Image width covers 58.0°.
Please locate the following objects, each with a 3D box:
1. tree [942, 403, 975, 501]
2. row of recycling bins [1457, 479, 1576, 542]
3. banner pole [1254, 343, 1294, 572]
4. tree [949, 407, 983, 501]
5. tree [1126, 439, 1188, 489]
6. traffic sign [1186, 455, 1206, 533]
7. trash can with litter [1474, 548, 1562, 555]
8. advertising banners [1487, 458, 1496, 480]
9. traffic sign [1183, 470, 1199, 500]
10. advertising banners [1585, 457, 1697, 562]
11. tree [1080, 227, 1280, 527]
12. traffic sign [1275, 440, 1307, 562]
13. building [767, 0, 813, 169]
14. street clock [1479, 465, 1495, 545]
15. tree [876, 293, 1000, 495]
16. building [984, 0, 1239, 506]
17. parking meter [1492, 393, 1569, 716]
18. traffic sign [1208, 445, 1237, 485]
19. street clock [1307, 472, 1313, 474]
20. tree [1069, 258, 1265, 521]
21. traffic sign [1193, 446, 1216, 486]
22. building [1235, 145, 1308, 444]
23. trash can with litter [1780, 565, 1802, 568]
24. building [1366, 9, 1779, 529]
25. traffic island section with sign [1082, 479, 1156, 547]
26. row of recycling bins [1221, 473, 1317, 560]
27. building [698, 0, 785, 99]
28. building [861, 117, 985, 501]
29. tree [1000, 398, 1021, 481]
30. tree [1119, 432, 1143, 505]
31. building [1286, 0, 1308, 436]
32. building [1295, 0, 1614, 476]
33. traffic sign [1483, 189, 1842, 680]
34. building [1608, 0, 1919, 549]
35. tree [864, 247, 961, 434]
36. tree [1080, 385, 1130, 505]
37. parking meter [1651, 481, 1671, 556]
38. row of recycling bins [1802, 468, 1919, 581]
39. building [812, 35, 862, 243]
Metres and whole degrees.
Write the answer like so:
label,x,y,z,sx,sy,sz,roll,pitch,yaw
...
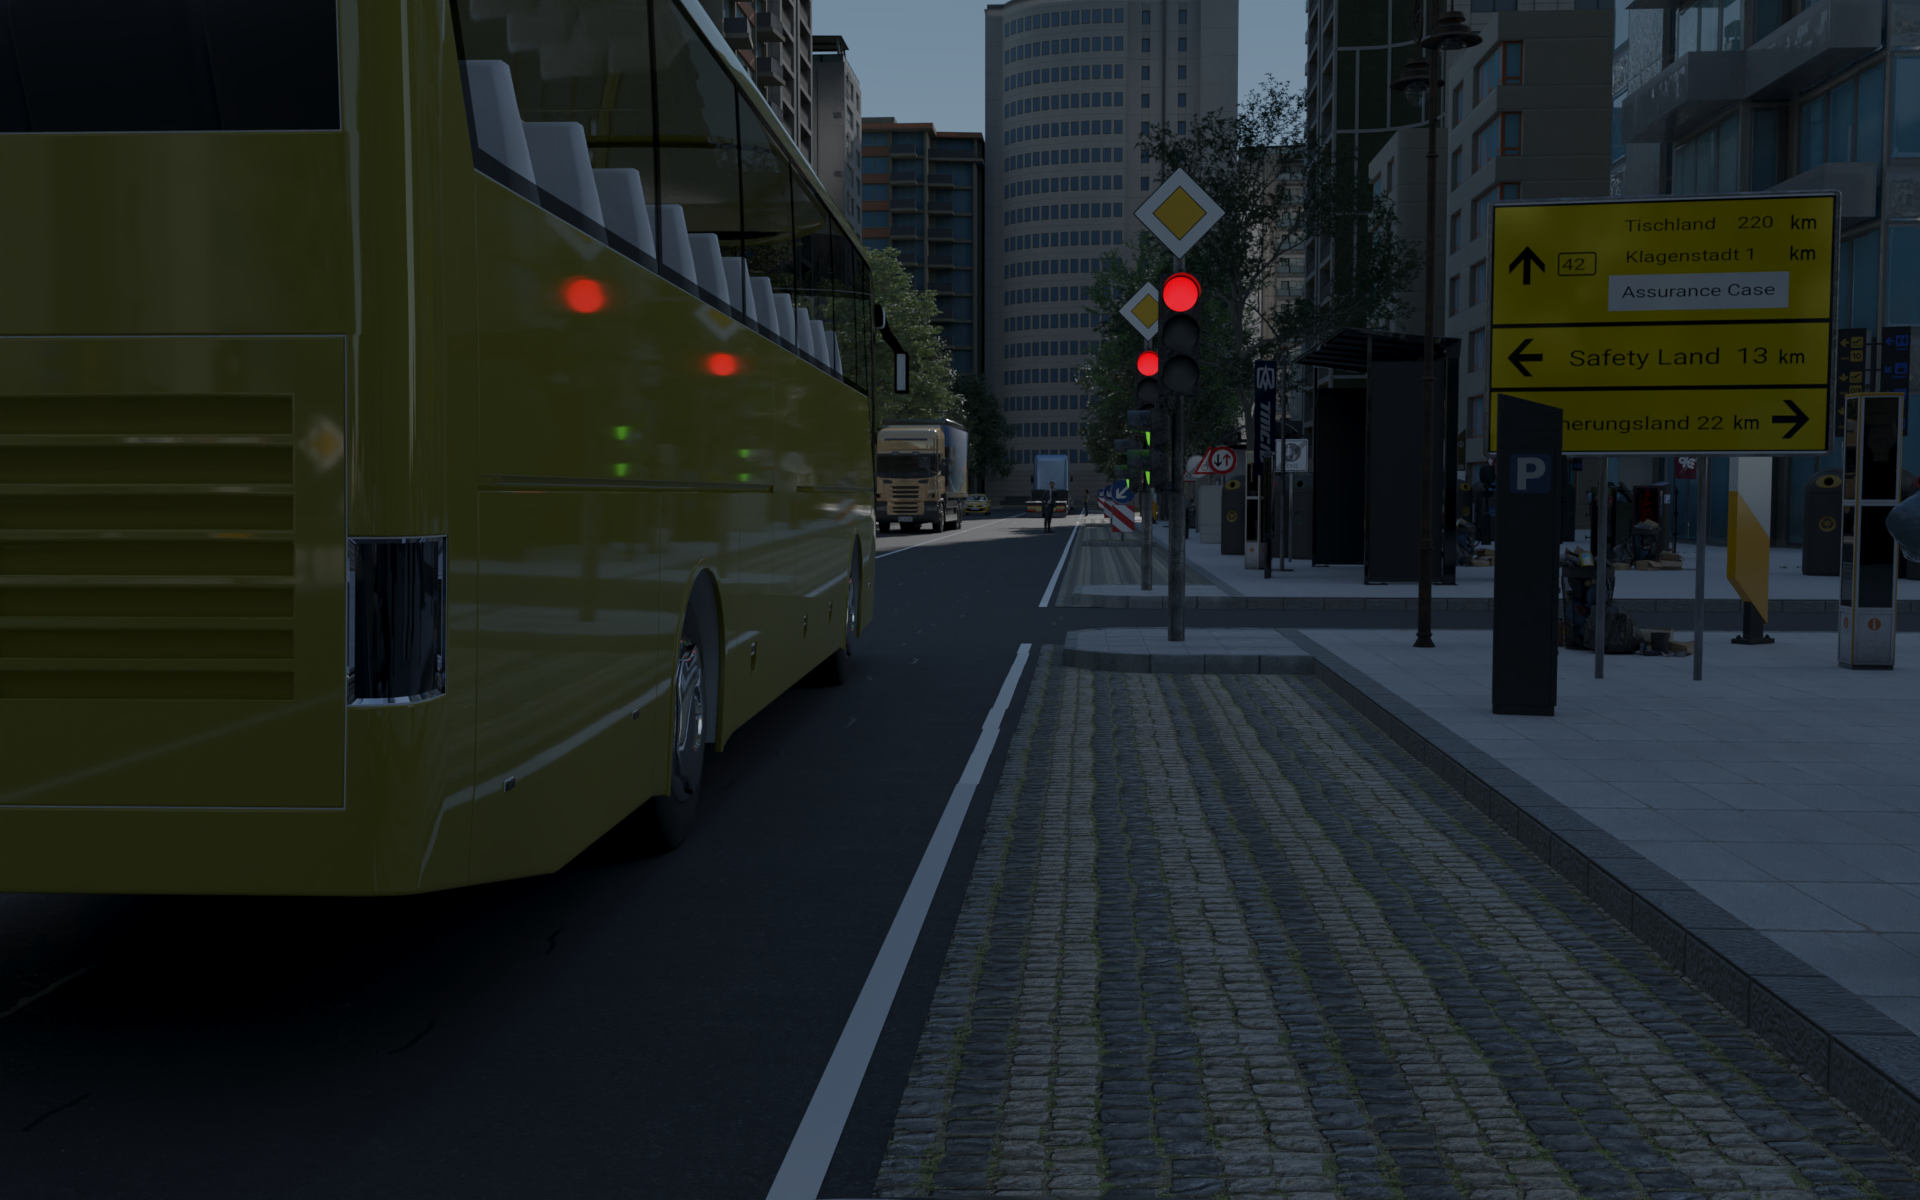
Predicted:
label,x,y,z,sx,sy,sz,roll,pitch,yaw
tree,-0.565,-11.220,133.813,4.360,8.622,3.978,0,3,0
row of recycling bins,14.863,-2.446,47.098,3.534,1.692,1.069,1,4,8
banner pole,5.161,-2.360,28.611,0.863,3.779,0.401,-2,4,-30
tree,-0.295,-11.987,146.351,4.737,8.622,4.395,0,3,0
tree,13.741,-10.926,128.999,4.737,8.622,4.395,0,3,0
traffic sign,7.803,-3.479,56.988,0.768,2.556,0.104,1,4,13
trash can with litter,11.421,-1.530,36.072,2.233,1.210,1.678,2,4,26
advertising banners,18.287,-3.960,60.939,0.090,3.025,2.074,-1,4,-11
traffic sign,10.193,-4.723,77.219,0.884,2.594,0.081,0,4,7
advertising banners,12.434,-2.155,31.428,2.074,3.025,0.090,0,4,4
tree,8.381,-8.607,66.481,9.928,11.665,9.643,0,3,0
traffic sign,6.196,-1.855,32.455,0.606,2.300,0.079,1,4,11
building,-20.469,-42.835,138.605,20.563,71.187,20.611,0,4,4
street clock,13.253,-2.385,43.572,0.358,2.002,0.471,3,5,40
tree,-3.685,-11.037,97.461,9.611,12.733,9.660,0,3,0
building,17.132,-40.324,201.297,28.212,58.520,21.231,0,4,4
parking meter,3.323,-0.268,10.090,0.399,1.863,0.255,1,4,16
traffic sign,6.894,-2.778,45.532,0.768,2.556,0.104,1,4,12
street clock,11.457,-3.167,56.353,0.471,2.002,0.358,1,4,16
tree,9.843,-10.163,83.177,9.611,12.733,9.660,0,3,0
traffic sign,6.742,-2.860,46.773,0.884,2.594,0.081,0,4,7
building,38.329,-31.398,196.944,14.086,41.232,14.154,0,4,4
trash can with litter,15.286,-1.136,29.633,2.233,1.210,1.678,2,4,28
building,34.108,-14.108,75.705,27.650,21.520,28.899,0,4,4
traffic island section with sign,4.360,-2.386,47.637,1.989,1.847,2.006,0,4,4
row of recycling bins,6.478,-1.732,35.433,1.069,1.692,3.534,-1,4,-21
building,-23.766,-28.151,114.896,22.147,44.769,28.867,0,4,4
building,-11.298,-33.616,204.244,28.867,44.769,22.147,0,4,4
tree,0.895,-14.693,157.240,9.611,12.733,9.660,0,3,0
tree,15.638,-12.645,157.100,4.360,8.622,3.978,0,3,0
building,37.358,-50.832,143.776,22.319,86.520,31.000,0,4,4
building,33.188,-41.619,118.726,20.563,71.187,20.611,0,4,4
traffic sign,4.767,-1.102,11.891,2.265,3.308,0.079,1,4,11
building,32.640,-25.925,43.489,30.456,49.044,23.786,0,4,4
tree,-3.857,-9.863,79.392,7.486,12.596,7.792,0,3,0
tree,13.934,-13.879,145.051,7.486,12.596,7.792,0,3,0
parking meter,13.551,-1.538,33.554,0.372,1.533,0.369,0,3,0
row of recycling bins,14.354,-1.163,26.130,1.069,1.692,3.534,-2,4,-25
building,-16.315,-29.011,157.928,14.086,41.232,14.154,0,4,4
